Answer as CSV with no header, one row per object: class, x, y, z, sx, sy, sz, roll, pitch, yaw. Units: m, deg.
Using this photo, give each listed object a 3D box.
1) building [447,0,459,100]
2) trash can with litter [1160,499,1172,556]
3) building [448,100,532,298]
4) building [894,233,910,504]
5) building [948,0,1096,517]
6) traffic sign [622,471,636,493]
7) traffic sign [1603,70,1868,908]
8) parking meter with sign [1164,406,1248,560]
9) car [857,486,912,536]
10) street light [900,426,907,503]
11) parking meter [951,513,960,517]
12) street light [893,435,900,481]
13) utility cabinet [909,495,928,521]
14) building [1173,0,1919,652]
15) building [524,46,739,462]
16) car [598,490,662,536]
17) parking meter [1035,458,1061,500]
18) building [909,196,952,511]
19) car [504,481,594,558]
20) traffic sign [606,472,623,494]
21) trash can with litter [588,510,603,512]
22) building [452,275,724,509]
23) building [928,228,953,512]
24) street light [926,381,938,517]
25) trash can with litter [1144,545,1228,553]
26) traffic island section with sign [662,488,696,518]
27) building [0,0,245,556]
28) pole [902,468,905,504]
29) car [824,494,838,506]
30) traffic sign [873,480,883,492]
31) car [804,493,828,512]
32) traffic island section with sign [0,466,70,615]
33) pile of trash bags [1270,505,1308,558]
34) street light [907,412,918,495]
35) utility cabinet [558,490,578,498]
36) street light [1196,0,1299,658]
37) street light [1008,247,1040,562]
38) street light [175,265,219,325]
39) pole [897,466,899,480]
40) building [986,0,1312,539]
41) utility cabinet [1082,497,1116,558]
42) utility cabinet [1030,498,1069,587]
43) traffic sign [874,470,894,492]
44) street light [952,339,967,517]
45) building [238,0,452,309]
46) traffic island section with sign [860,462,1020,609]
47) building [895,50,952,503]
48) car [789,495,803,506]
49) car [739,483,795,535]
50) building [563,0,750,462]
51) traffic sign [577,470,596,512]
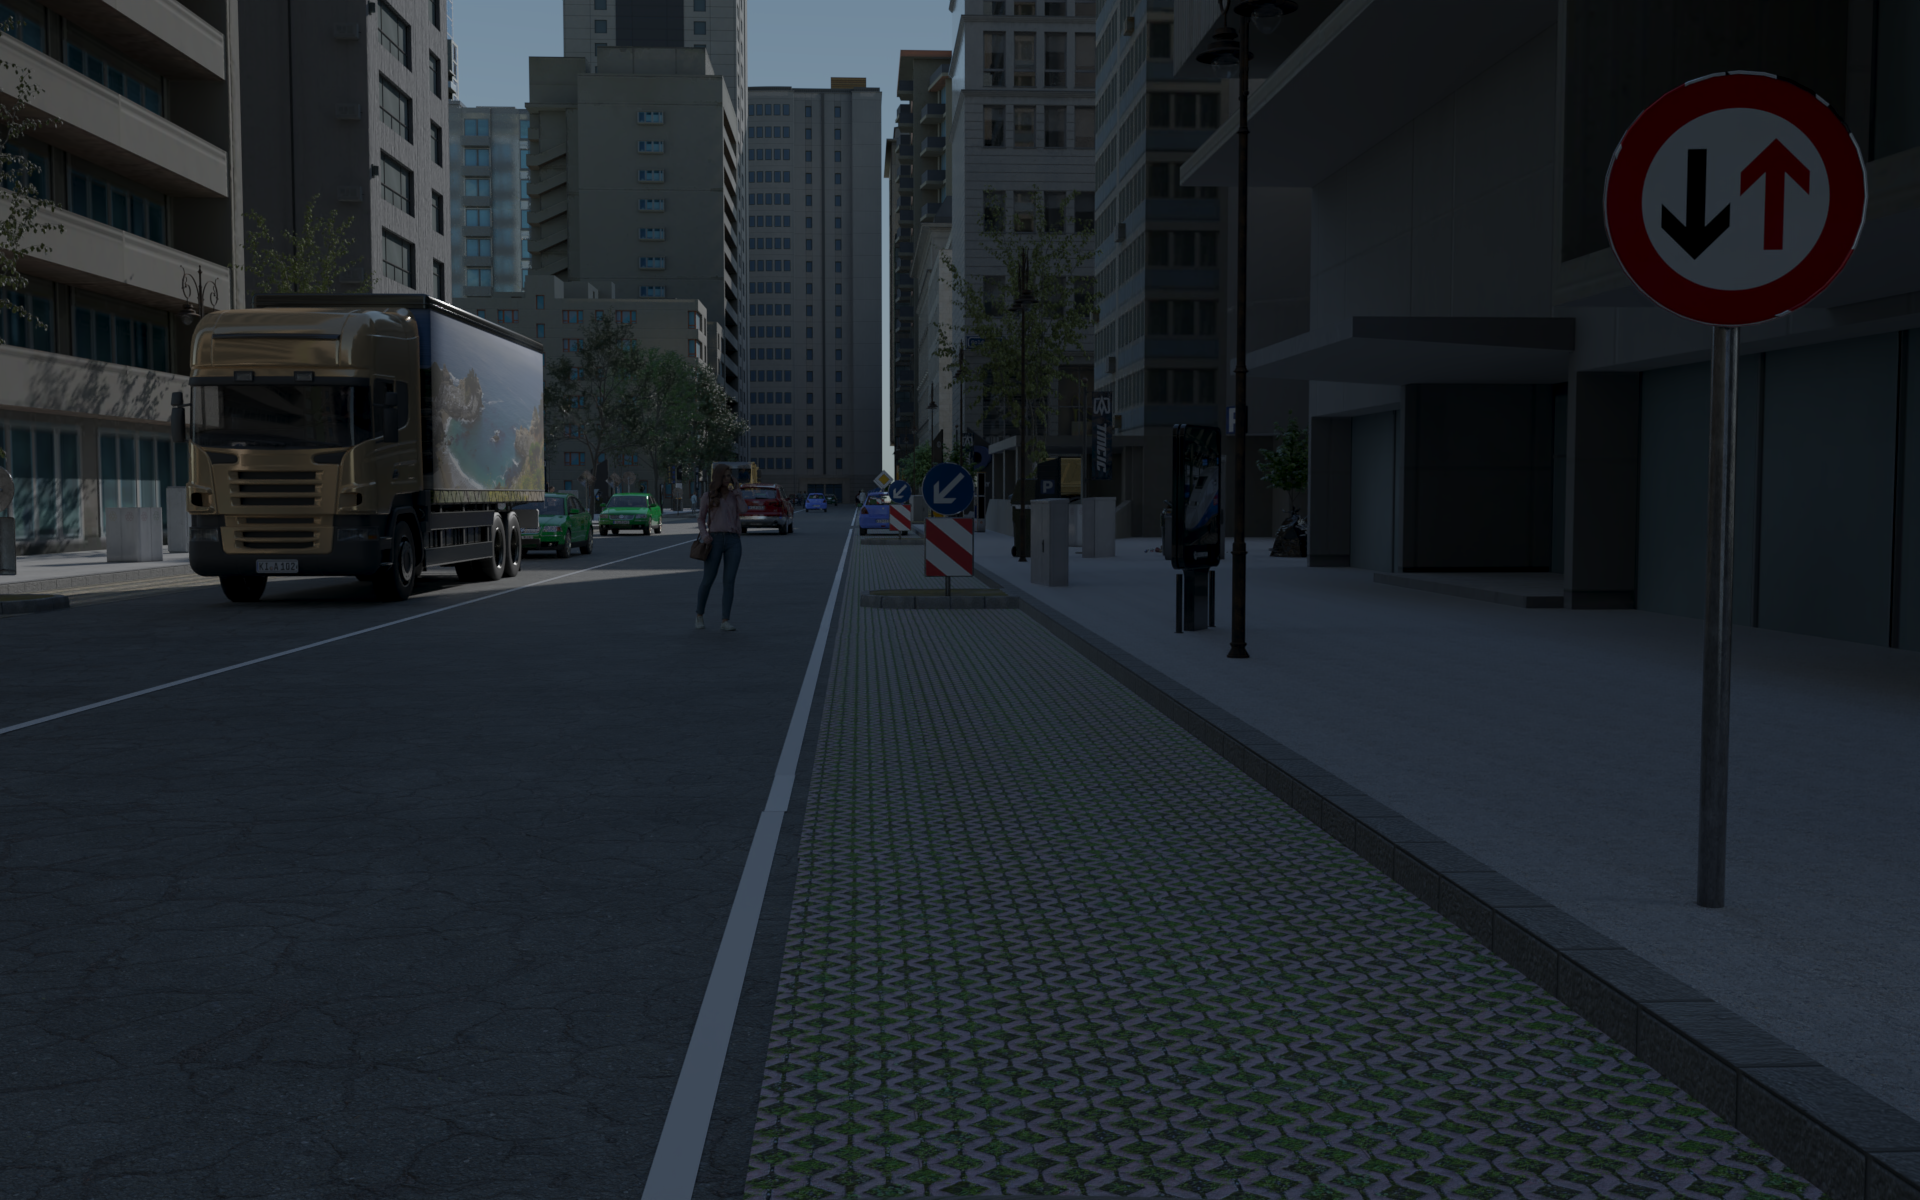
building,-83.812,-56.938,243.605,31.000,86.520,22.319,0,4,-3
trash can with litter,4.654,-1.492,35.782,1.055,1.170,0.624,1,4,9
building,-63.509,-36.340,213.764,30.456,49.044,23.786,0,4,-3
building,-0.400,-25.809,193.671,14.160,30.474,14.107,0,4,-3
building,14.603,-18.862,85.882,29.804,29.767,11.434,0,4,-3
traffic sign,-18.438,-5.896,96.503,0.768,2.556,0.104,0,4,1
traffic sign,2.342,-0.319,5.325,0.768,2.556,0.104,0,4,6
parking meter with sign,4.799,-2.303,33.907,1.738,3.016,0.543,-2,4,-34
car,-2.652,-3.117,60.555,1.945,1.707,3.694,0,4,-2
street light,-3.582,-8.732,115.555,0.468,5.910,1.993,0,4,-3
parking meter,-0.152,-3.173,60.288,0.372,1.533,0.369,0,3,0
street light,-4.767,-9.902,134.680,0.468,5.910,1.993,0,4,-3
utility cabinet,-1.945,-4.348,82.255,0.306,1.237,1.020,3,5,42
building,17.889,-26.190,17.448,28.713,52.752,27.495,0,4,-3
building,-36.065,-34.768,192.154,21.300,48.544,21.600,0,4,-3
car,-11.644,-3.210,61.285,1.959,1.807,4.718,0,4,-3
parking meter,1.416,-1.357,27.904,0.399,1.863,0.255,1,4,12
building,4.365,-18.755,139.931,16.112,22.955,30.059,0,4,-3
car,-9.637,-1.904,39.923,1.959,1.807,4.718,0,4,-2
traffic sign,-15.719,-4.598,78.812,0.795,2.450,0.064,0,4,-3
trash can with litter,-26.827,-7.025,125.922,2.233,1.210,1.678,-1,4,-16
building,-37.811,-19.715,167.379,27.650,21.520,28.899,0,4,-3
building,3.399,-16.009,116.502,10.420,20.320,16.860,0,4,-3
street light,-1.137,-6.003,70.943,0.468,5.910,1.993,0,4,-3
trash can with litter,4.807,-1.660,38.206,1.678,1.210,2.233,-1,4,-16
traffic island section with sign,-16.819,-5.800,103.454,1.989,1.847,2.006,0,4,-3
building,-29.110,-25.098,34.053,21.300,48.544,21.600,0,4,-3
pole,-4.441,-8.687,135.874,0.158,3.312,0.155,0,3,0
car,-15.714,-12.039,208.631,2.131,1.459,4.920,0,4,-2
traffic sign,-3.593,-4.639,79.482,0.795,2.450,0.064,0,4,-3
car,-11.371,-7.790,136.954,1.945,1.707,3.694,0,4,-5
traffic island section with sign,-12.112,-0.764,21.121,1.989,1.847,2.006,0,4,-3
pile of trash bags,8.111,-1.600,35.918,3.447,1.369,1.912,-3,5,-41
street light,-2.551,-7.562,96.420,0.468,5.910,1.993,0,4,-3
utility cabinet,-24.115,-5.990,106.618,1.173,1.500,0.318,0,4,4
street light,2.184,-2.485,13.418,0.468,5.910,1.993,0,4,-3
street light,1.190,-3.664,32.689,0.468,5.910,1.993,0,4,-3
street light,-15.340,-3.813,35.130,0.468,5.910,1.993,0,4,-3
pole,-4.444,-7.968,124.114,0.158,3.312,0.155,0,3,0
building,17.417,-22.281,56.177,32.217,40.220,23.993,0,4,-3
utility cabinet,2.818,-1.469,35.185,0.306,1.237,1.020,2,4,29
utility cabinet,1.256,-0.815,24.492,0.306,1.237,1.020,-1,4,-13
traffic sign,-3.137,-4.151,71.510,0.795,2.450,0.064,0,4,-3
street light,0.039,-4.834,51.817,0.468,5.910,1.993,0,4,-3
building,-26.160,-17.735,61.667,14.107,30.474,14.160,0,4,-3
traffic island section with sign,-0.294,-0.841,22.372,1.989,1.847,2.006,0,4,-3
building,4.820,-31.587,171.068,22.147,44.769,28.867,0,4,-3
car,-20.516,-12.426,215.750,1.945,1.354,3.894,0,4,-1
car,-7.101,-3.274,62.200,2.281,1.827,5.304,0,4,-2
building,-37.353,-47.635,217.080,20.611,71.187,20.563,0,4,-3
traffic sign,-15.263,-4.110,70.839,0.795,2.450,0.064,0,4,-3
